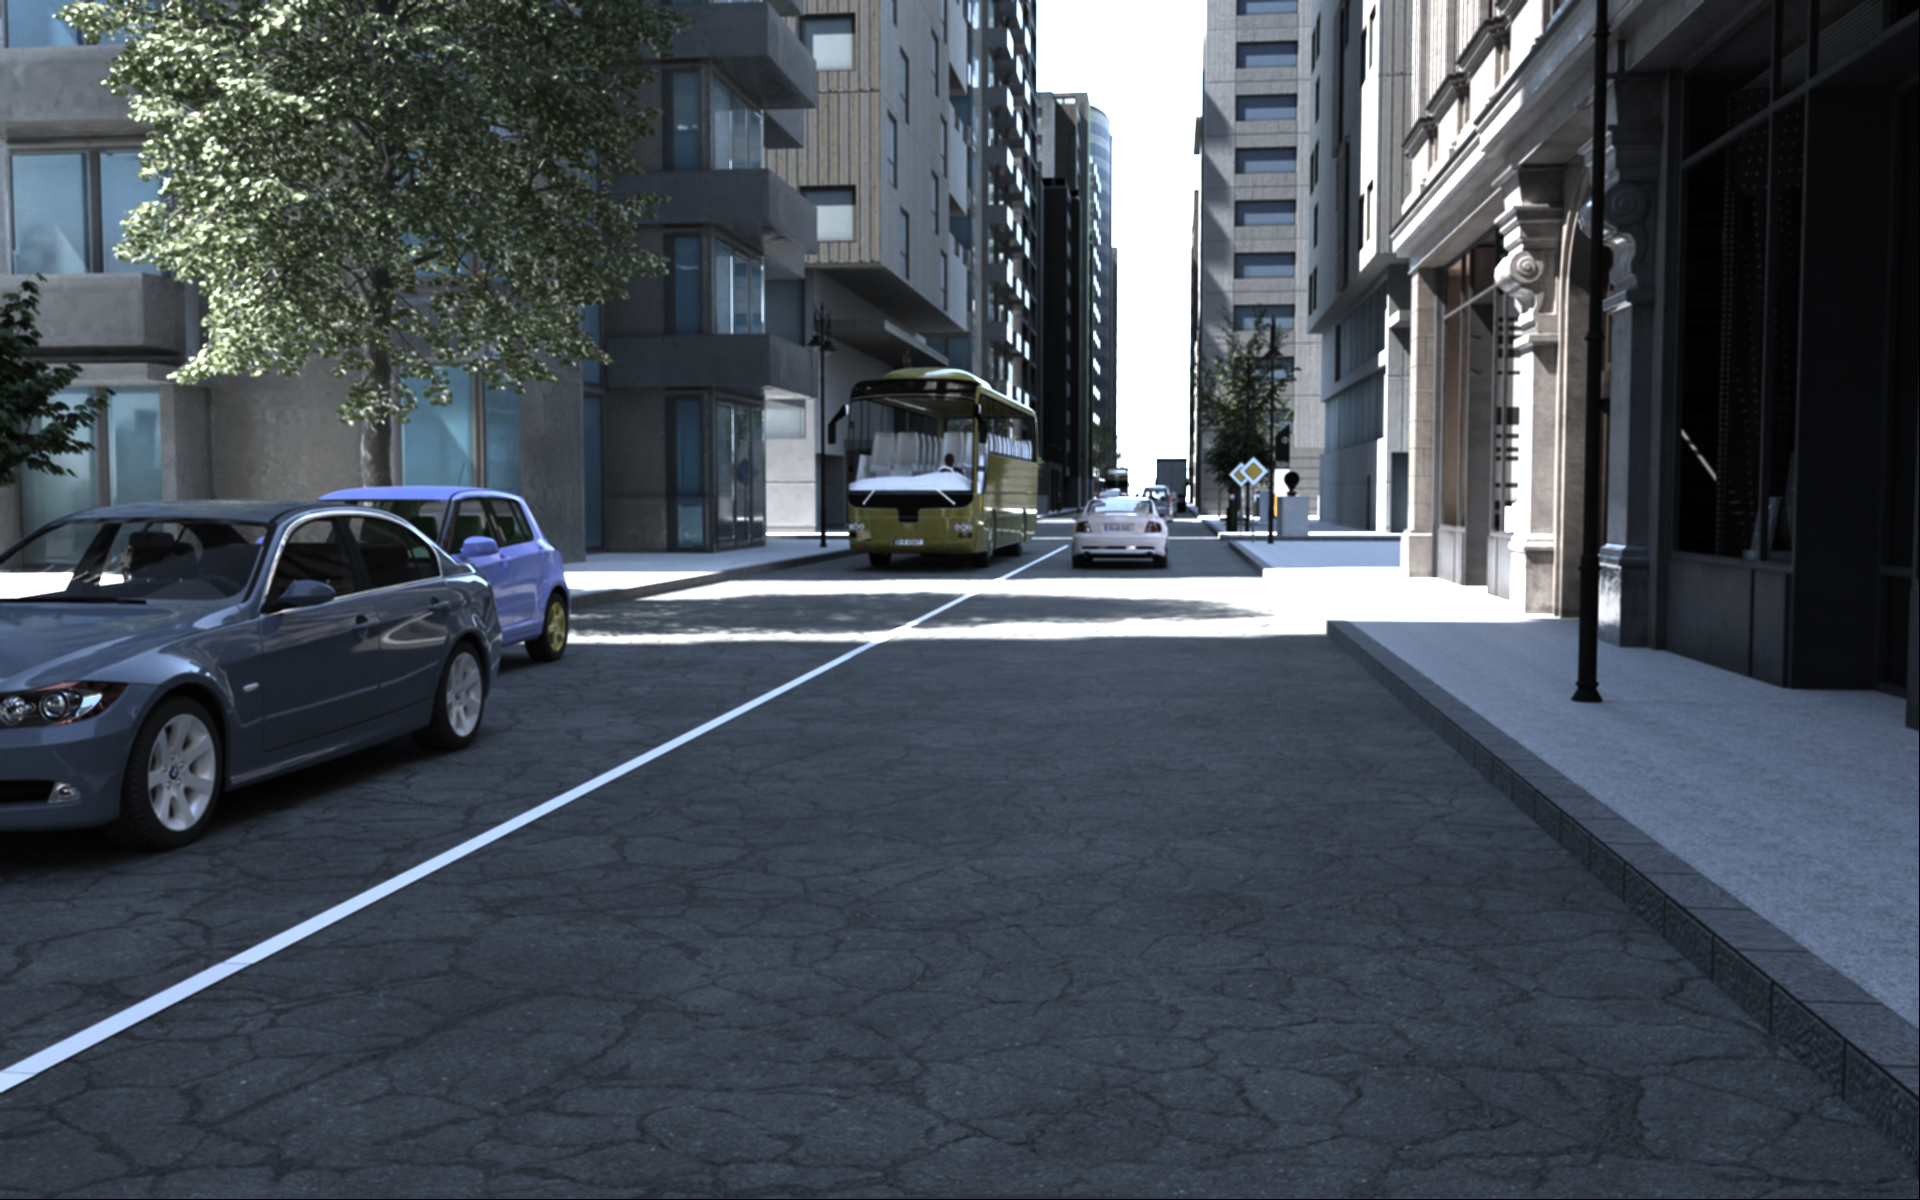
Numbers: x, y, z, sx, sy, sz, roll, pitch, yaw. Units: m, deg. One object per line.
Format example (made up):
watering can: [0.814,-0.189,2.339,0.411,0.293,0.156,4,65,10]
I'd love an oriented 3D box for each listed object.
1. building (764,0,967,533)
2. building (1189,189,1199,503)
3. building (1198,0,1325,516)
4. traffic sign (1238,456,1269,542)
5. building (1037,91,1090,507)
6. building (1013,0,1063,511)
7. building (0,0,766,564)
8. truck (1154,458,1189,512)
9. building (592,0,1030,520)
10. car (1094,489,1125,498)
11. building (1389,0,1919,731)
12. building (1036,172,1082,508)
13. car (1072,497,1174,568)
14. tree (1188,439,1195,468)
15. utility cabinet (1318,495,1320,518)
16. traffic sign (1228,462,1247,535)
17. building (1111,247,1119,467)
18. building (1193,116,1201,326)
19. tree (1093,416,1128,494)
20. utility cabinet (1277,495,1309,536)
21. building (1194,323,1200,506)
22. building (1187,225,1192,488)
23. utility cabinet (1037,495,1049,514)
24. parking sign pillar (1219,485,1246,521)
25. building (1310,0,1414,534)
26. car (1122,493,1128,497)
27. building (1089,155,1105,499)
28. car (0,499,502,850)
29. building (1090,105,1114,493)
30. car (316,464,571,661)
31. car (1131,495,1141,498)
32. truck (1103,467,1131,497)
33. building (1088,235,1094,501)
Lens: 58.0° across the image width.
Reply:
building: [-14.274,-29.327,68.741,28.713,52.752,27.495,0,4,7]
building: [45.368,-38.865,259.136,21.300,48.544,21.600,0,4,7]
building: [26.278,-34.885,112.369,21.231,58.520,28.212,0,4,7]
traffic sign: [7.794,-2.593,46.041,0.795,2.450,0.064,0,4,7]
building: [5.505,-29.859,171.781,14.154,41.232,14.086,0,4,7]
building: [-2.084,-42.918,139.958,20.563,71.187,20.611,0,4,7]
building: [-19.138,-25.582,37.880,30.456,49.044,23.786,0,4,7]
truck: [17.116,-9.253,140.198,2.839,4.237,11.283,0,4,7]
building: [-7.214,-30.152,112.594,23.786,49.044,30.456,0,4,7]
car: [10.966,-7.224,126.777,2.281,1.827,5.304,0,4,7]
building: [11.191,-10.639,24.858,10.553,20.767,40.483,0,4,7]
building: [3.733,-23.636,158.150,14.160,30.474,14.107,0,4,7]
car: [3.279,-1.390,35.083,2.083,1.381,4.827,0,4,7]
tree: [29.632,-16.012,212.154,4.360,8.622,3.978,0,3,0]
utility cabinet: [19.731,-4.997,92.869,1.020,1.237,0.306,0,4,3]
traffic sign: [8.756,-3.078,53.968,0.795,2.450,0.064,0,4,7]
building: [18.184,-36.421,279.074,14.154,41.232,14.086,0,4,7]
building: [45.904,-39.437,234.037,28.713,52.752,27.495,0,4,7]
tree: [16.768,-16.675,207.053,7.601,10.594,8.767,-2,4,-29]
utility cabinet: [10.215,-2.570,53.186,1.020,1.237,0.306,-2,4,-26]
building: [39.626,-20.992,188.253,27.650,21.520,28.899,0,4,7]
building: [43.870,-38.430,278.435,14.600,45.320,14.200,0,4,7]
utility cabinet: [5.113,-6.043,109.965,1.020,1.237,0.306,2,4,25]
parking sign pillar: [12.978,-5.699,81.644,1.447,3.967,1.447,1,4,18]
building: [27.240,-29.033,63.929,27.495,52.752,28.713,0,4,7]
car: [13.270,-8.287,144.525,2.155,1.783,4.494,1,4,8]
building: [6.962,-37.250,228.644,23.786,49.044,30.456,0,4,7]
car: [-3.795,0.209,8.578,2.014,1.417,4.499,0,4,8]
building: [11.667,-43.794,258.029,21.231,58.520,28.212,0,4,7]
car: [-4.424,-0.249,13.669,1.945,1.707,3.694,0,4,7]
car: [28.614,-16.546,283.114,1.945,1.354,3.894,1,4,9]
truck: [16.680,-11.925,183.889,2.839,4.237,11.283,0,4,5]
building: [7.056,-25.345,186.095,14.160,30.474,14.107,0,4,7]
